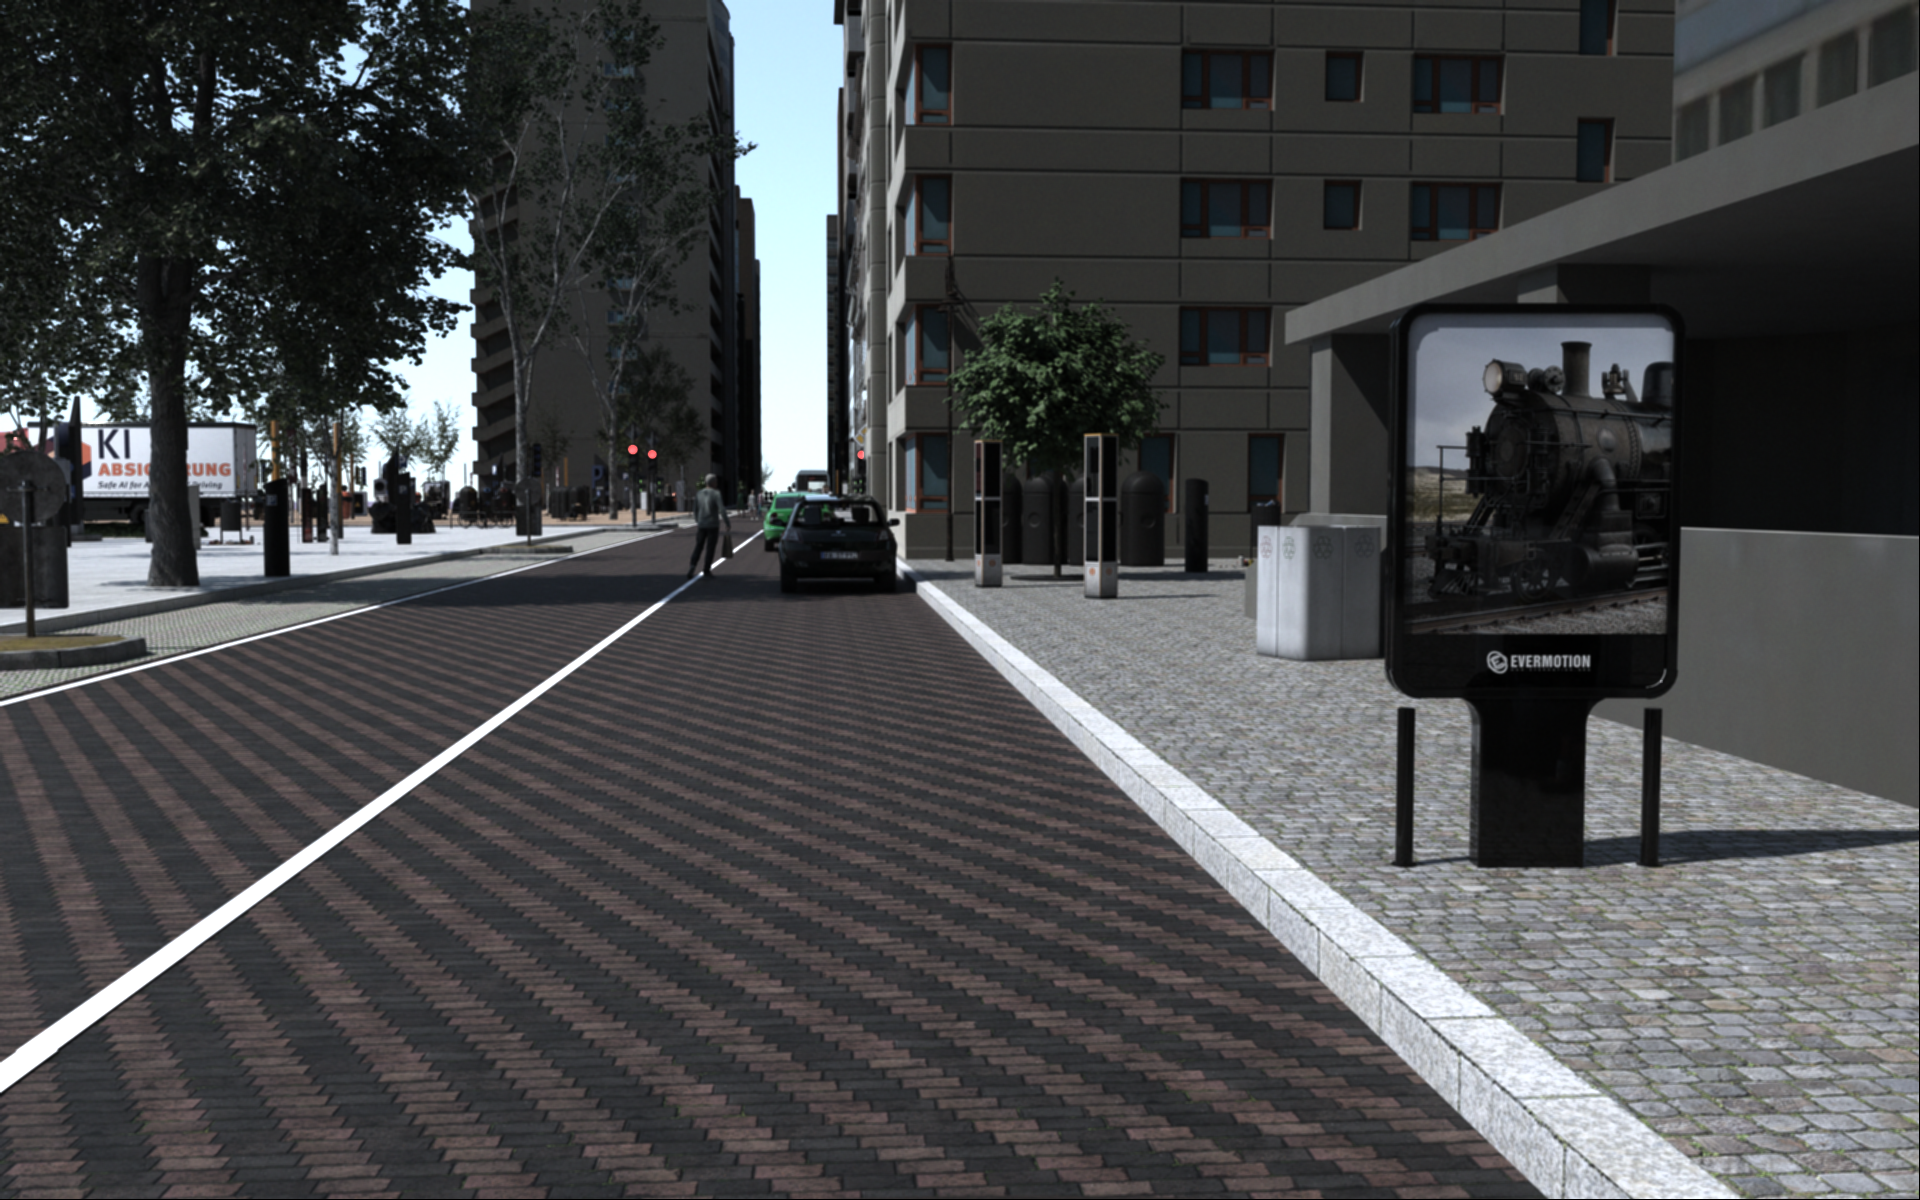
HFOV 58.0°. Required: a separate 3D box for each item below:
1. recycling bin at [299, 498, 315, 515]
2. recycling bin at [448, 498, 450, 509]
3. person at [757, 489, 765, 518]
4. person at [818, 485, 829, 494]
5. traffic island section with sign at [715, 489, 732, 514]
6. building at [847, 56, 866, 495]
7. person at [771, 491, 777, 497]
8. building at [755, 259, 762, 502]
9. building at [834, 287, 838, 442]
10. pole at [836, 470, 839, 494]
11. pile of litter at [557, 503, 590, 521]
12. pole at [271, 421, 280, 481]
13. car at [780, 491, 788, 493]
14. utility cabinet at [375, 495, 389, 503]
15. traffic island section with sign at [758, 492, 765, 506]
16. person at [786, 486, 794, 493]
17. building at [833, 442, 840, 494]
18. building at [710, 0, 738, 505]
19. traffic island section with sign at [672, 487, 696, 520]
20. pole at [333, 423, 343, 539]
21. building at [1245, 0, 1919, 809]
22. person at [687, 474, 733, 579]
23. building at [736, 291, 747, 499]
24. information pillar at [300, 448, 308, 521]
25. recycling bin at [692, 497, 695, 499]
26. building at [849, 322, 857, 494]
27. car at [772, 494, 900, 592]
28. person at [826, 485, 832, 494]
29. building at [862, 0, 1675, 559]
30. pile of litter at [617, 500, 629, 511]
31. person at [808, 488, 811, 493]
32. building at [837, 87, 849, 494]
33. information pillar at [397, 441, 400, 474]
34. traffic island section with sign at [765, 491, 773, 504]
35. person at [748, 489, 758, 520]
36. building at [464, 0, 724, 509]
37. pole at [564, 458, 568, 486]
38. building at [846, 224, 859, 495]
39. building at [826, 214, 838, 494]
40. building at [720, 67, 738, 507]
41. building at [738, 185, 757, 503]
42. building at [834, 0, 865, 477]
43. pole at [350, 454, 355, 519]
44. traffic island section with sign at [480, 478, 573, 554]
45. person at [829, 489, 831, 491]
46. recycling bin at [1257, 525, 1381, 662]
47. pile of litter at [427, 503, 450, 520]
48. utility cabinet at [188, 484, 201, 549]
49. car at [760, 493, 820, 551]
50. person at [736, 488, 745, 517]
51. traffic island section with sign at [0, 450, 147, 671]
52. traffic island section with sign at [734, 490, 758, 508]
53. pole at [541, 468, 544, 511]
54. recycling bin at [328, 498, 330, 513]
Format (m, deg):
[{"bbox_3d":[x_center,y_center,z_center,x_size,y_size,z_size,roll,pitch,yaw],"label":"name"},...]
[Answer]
[{"bbox_3d":[-40.791,-5.849,108.183,0.722,1.027,0.722,1,4,16],"label":"recycling bin"},{"bbox_3d":[-43.090,-8.091,144.838,0.722,1.027,0.722,-2,4,-35],"label":"recycling bin"},{"bbox_3d":[-12.174,-5.885,105.553,0.643,1.720,0.563,-1,4,-21],"label":"person"},{"bbox_3d":[-6.070,-4.184,76.873,0.622,1.834,0.822,-3,5,-41],"label":"person"},{"bbox_3d":[-17.414,-7.070,124.223,1.989,1.847,2.006,0,4,-5],"label":"traffic island section with sign"},{"bbox_3d":[0.175,-18.352,97.326,12.463,27.353,25.104,0,4,-5],"label":"building"},{"bbox_3d":[-19.287,-10.446,179.830,0.750,1.759,0.617,-2,4,-32],"label":"person"},{"bbox_3d":[-40.890,-37.255,292.713,14.154,41.232,14.086,0,4,-5],"label":"building"},{"bbox_3d":[-10.541,-28.745,241.687,14.160,30.474,14.107,0,4,-5],"label":"building"},{"bbox_3d":[-10.278,-9.273,145.459,0.158,3.312,0.155,0,3,0],"label":"pole"},{"bbox_3d":[-18.251,-4.176,82.248,1.719,0.858,1.176,1,4,18],"label":"pile of litter"},{"bbox_3d":[-19.042,-3.327,48.241,0.158,3.312,0.155,0,3,0],"label":"pole"},{"bbox_3d":[-24.120,-14.104,239.265,2.281,1.827,5.304,0,4,-5],"label":"car"},{"bbox_3d":[-31.990,-5.177,95.809,1.020,1.237,0.306,3,5,43],"label":"utility cabinet"},{"bbox_3d":[-23.833,-11.721,200.260,1.989,1.847,2.006,0,4,-5],"label":"traffic island section with sign"},{"bbox_3d":[-9.033,-5.189,93.152,0.655,1.846,0.447,-3,4,-36],"label":"person"},{"bbox_3d":[-4.138,-54.863,209.685,22.319,86.520,31.000,0,4,-5],"label":"building"},{"bbox_3d":[-36.921,-40.167,198.729,21.231,58.520,28.212,0,4,-5],"label":"building"},{"bbox_3d":[-15.137,-5.427,97.364,1.989,1.847,2.006,0,4,-5],"label":"traffic island section with sign"},{"bbox_3d":[-17.853,-3.418,49.725,0.158,3.312,0.155,0,3,0],"label":"pole"},{"bbox_3d":[19.608,-19.537,11.309,32.217,40.220,23.993,0,4,-5],"label":"building"},{"bbox_3d":[-4.195,-1.240,29.264,0.782,1.767,0.515,2,4,25],"label":"person"},{"bbox_3d":[-36.895,-28.592,239.176,14.160,30.474,14.107,0,4,-5],"label":"building"},{"bbox_3d":[-30.931,-5.523,81.659,0.183,3.616,0.504,1,4,12],"label":"information pillar"},{"bbox_3d":[-21.366,-7.718,138.746,0.722,1.027,0.722,-1,4,-10],"label":"recycling bin"},{"bbox_3d":[-3.738,-17.589,142.324,10.420,20.320,16.860,0,4,-5],"label":"building"},{"bbox_3d":[-1.906,-1.036,26.732,2.009,1.686,4.222,0,4,-5],"label":"car"},{"bbox_3d":[-6.105,-4.358,79.851,0.679,1.850,0.850,3,5,40],"label":"person"},{"bbox_3d":[11.495,-12.464,48.831,27.650,21.520,28.899,0,4,-5],"label":"building"},{"bbox_3d":[-26.244,-7.357,134.252,1.176,0.858,1.719,0,4,3],"label":"pile of litter"},{"bbox_3d":[-9.383,-6.093,108.472,0.624,1.780,0.694,2,4,34],"label":"person"},{"bbox_3d":[-6.257,-32.906,188.126,14.600,45.320,14.200,0,4,-5],"label":"building"},{"bbox_3d":[-24.553,-5.161,75.731,0.183,3.616,0.504,-1,4,-15],"label":"information pillar"},{"bbox_3d":[-28.535,-15.122,255.878,1.989,1.847,2.006,0,4,-5],"label":"traffic island section with sign"},{"bbox_3d":[-11.544,-5.324,96.551,0.512,1.701,0.522,-1,4,-17],"label":"person"},{"bbox_3d":[-33.231,-32.768,159.455,21.300,48.544,21.600,0,4,-5],"label":"building"},{"bbox_3d":[-21.948,-6.283,96.564,0.158,3.312,0.155,0,3,0],"label":"pole"},{"bbox_3d":[-1.140,-17.138,122.003,13.314,21.916,24.055,0,4,-5],"label":"building"},{"bbox_3d":[-12.576,-34.967,255.308,14.154,41.232,14.086,0,4,-5],"label":"building"},{"bbox_3d":[-30.931,-32.311,178.394,14.600,45.320,14.200,0,4,-5],"label":"building"},{"bbox_3d":[-37.083,-36.933,253.959,14.600,45.320,14.200,0,4,-5],"label":"building"},{"bbox_3d":[2.415,-35.381,167.716,28.713,52.752,27.495,0,4,-5],"label":"building"},{"bbox_3d":[-30.952,-5.771,88.201,0.158,3.312,0.155,0,3,0],"label":"pole"},{"bbox_3d":[-10.463,-2.039,41.969,1.989,1.847,2.006,0,4,-5],"label":"traffic island section with sign"},{"bbox_3d":[-6.769,-4.985,90.346,0.599,1.781,0.374,1,4,19],"label":"person"},{"bbox_3d":[2.820,-0.067,13.652,0.722,1.027,0.722,-1,4,-20],"label":"recycling bin"},{"bbox_3d":[-26.183,-4.403,85.950,1.719,0.858,1.176,2,4,24],"label":"pile of litter"},{"bbox_3d":[-17.921,-1.901,39.760,1.173,1.500,0.318,2,4,35],"label":"utility cabinet"},{"bbox_3d":[-4.163,-2.194,44.667,1.959,1.807,4.718,0,4,-6],"label":"car"},{"bbox_3d":[-13.522,-5.999,106.831,0.529,1.795,0.600,1,4,11],"label":"person"},{"bbox_3d":[-8.170,-0.377,14.786,1.989,1.847,2.006,0,4,-5],"label":"traffic island section with sign"},{"bbox_3d":[-21.566,-10.078,173.400,1.989,1.847,2.006,0,4,-5],"label":"traffic island section with sign"},{"bbox_3d":[-32.295,-8.573,134.015,0.158,3.312,0.155,0,3,0],"label":"pole"},{"bbox_3d":[-42.714,-6.394,117.092,0.722,1.027,0.722,-3,4,-38],"label":"recycling bin"}]
